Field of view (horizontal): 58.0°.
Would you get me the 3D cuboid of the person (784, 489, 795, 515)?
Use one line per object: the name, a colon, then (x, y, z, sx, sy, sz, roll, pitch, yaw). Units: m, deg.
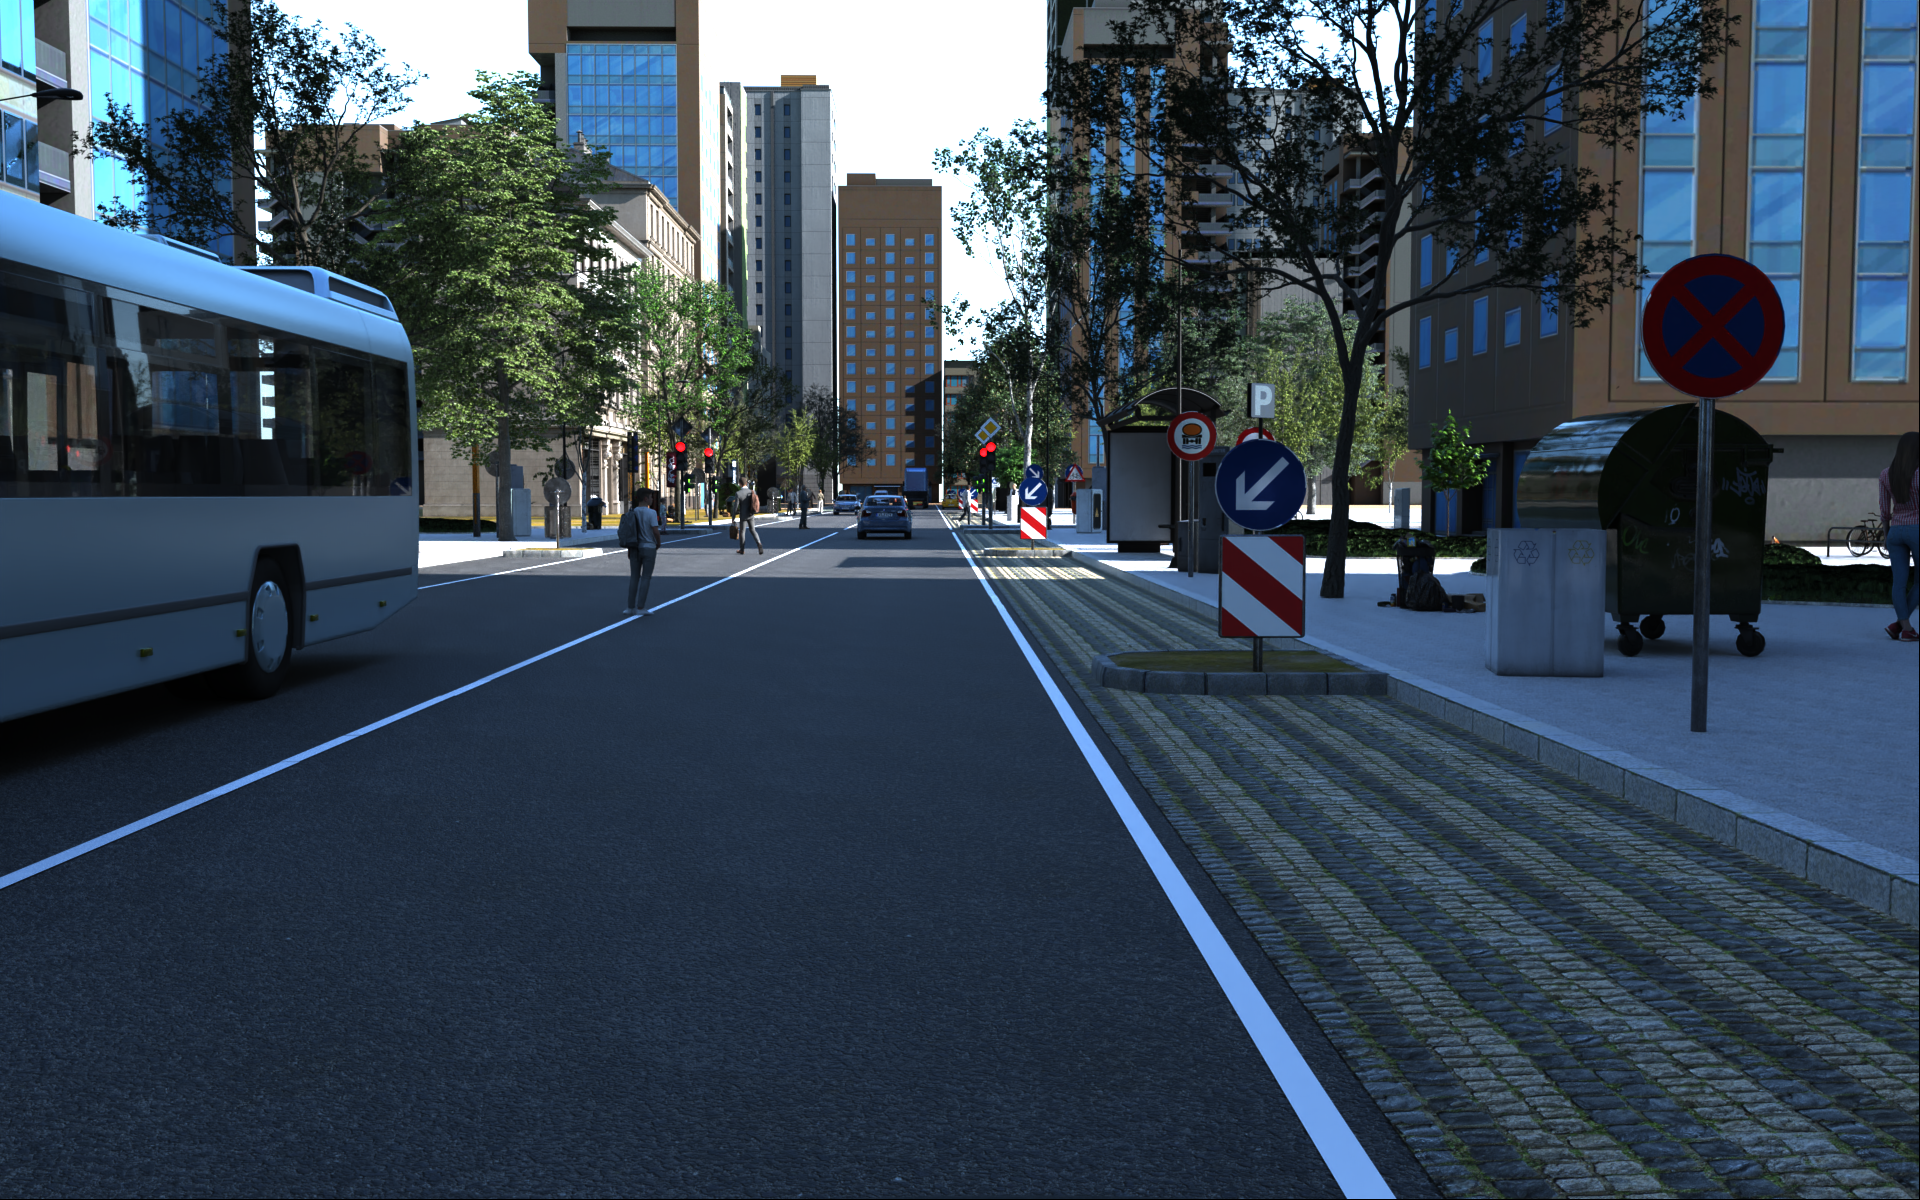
person: (-11.426, -6.584, 116.428, 0.850, 1.792, 0.678, 0, 4, -3)

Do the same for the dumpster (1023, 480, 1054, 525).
dumpster: (3.243, -4.046, 71.904, 1.264, 1.857, 1.865, 0, 4, -1)

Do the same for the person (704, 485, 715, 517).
person: (-14.099, -5.576, 97.488, 0.678, 1.792, 0.850, 0, 4, 2)

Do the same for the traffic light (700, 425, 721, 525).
traffic light: (-10.205, -5.008, 70.801, 0.839, 4.253, 0.868, 0, 4, -1)

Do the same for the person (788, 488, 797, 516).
person: (-11.144, -6.532, 115.150, 0.661, 1.843, 0.795, 1, 4, 16)

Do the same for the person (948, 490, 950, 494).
person: (-1.157, -11.045, 188.722, 1.348, 1.869, 0.705, -2, 4, -24)

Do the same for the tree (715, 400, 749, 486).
tree: (-18.613, -10.926, 128.995, 4.737, 8.622, 4.395, 0, 3, 0)

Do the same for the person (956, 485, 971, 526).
person: (0.237, -4.202, 77.050, 0.795, 1.843, 0.661, -1, 4, -23)

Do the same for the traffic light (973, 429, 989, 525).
traffic light: (0.954, -5.021, 71.016, 0.839, 4.253, 0.868, 0, 4, -1)

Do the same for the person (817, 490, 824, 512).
person: (-10.427, -7.348, 129.182, 0.519, 1.759, 0.362, -1, 4, -17)

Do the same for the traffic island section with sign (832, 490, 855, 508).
traffic island section with sign: (-11.749, -10.051, 172.954, 1.989, 1.847, 2.006, 0, 4, -1)

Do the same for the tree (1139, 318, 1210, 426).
tree: (17.250, -13.459, 126.713, 9.857, 13.997, 8.962, 0, 3, 0)

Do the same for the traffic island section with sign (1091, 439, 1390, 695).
traffic island section with sign: (2.038, -0.279, 13.193, 1.989, 1.847, 2.006, 0, 4, -1)

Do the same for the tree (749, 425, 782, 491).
tree: (-17.220, -11.344, 135.833, 4.737, 8.622, 4.395, 0, 3, 0)

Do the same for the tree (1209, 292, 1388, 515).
tree: (21.982, -12.333, 108.291, 9.857, 13.997, 8.962, 0, 3, 0)

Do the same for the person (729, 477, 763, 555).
person: (-5.064, -1.993, 41.052, 0.622, 1.834, 0.822, -3, 5, -40)

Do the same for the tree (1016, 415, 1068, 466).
tree: (5.531, -10.443, 121.105, 4.360, 8.622, 3.978, 0, 3, 0)

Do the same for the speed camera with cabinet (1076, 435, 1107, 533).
speed camera with cabinet: (4.486, -3.851, 57.305, 0.660, 3.252, 2.038, 2, 4, 26)

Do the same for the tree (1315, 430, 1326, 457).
tree: (17.271, -8.926, 96.299, 4.360, 8.622, 3.978, 0, 3, 0)

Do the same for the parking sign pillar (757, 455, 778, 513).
parking sign pillar: (-13.168, -7.933, 118.183, 1.447, 3.967, 1.447, 0, 4, 0)

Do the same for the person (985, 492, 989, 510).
person: (2.287, -8.406, 143.908, 0.576, 1.772, 0.534, 1, 4, 15)

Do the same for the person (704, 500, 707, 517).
person: (-14.399, -5.357, 98.320, 0.332, 1.250, 0.352, 0, 4, -1)

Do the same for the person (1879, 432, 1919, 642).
person: (8.296, -0.552, 15.081, 0.388, 1.821, 0.555, -3, 5, -42)

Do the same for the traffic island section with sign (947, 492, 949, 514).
traffic island section with sign: (0.080, -6.975, 122.676, 1.989, 1.847, 2.006, 0, 4, -1)

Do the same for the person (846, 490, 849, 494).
person: (-10.699, -9.605, 165.548, 0.705, 1.822, 1.348, 2, 4, 33)

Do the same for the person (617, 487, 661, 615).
person: (-3.792, -0.573, 20.468, 0.503, 1.515, 0.523, -1, 4, -12)

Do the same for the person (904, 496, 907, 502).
person: (-4.446, -7.767, 139.732, 0.306, 1.304, 0.590, 0, 4, -3)

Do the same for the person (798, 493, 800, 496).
person: (-15.167, -9.795, 166.207, 1.348, 1.822, 0.705, -3, 5, -41)

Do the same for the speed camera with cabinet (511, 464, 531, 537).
speed camera with cabinet: (-13.628, -3.601, 53.217, 0.660, 3.252, 2.038, -1, 4, -23)

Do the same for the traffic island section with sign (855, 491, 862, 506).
traffic island section with sign: (-12.224, -11.717, 200.198, 1.989, 1.847, 2.006, 0, 4, -1)

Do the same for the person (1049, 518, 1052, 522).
person: (3.691, -4.197, 74.891, 0.641, 1.798, 0.478, 3, 5, 44)

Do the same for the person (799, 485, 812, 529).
person: (-6.315, -3.807, 70.919, 0.590, 1.801, 0.661, -1, 4, -15)

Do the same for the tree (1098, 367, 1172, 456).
tree: (11.158, -9.242, 101.462, 4.737, 8.622, 4.395, 0, 3, 0)

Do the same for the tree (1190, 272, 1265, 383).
tree: (18.547, -17.323, 139.114, 12.611, 20.169, 13.585, 0, 3, 0)

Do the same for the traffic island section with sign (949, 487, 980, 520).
traffic island section with sign: (0.554, -5.327, 95.725, 1.989, 1.847, 2.006, 0, 4, -1)

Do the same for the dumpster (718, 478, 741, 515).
dumpster: (-14.183, -6.361, 106.495, 1.502, 2.255, 1.985, 0, 4, -1)

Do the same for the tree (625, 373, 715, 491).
tree: (-17.310, -9.112, 99.340, 4.737, 8.622, 4.395, 0, 3, 0)

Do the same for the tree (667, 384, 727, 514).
tree: (-17.302, -9.757, 109.888, 4.360, 8.622, 3.978, 0, 3, 0)

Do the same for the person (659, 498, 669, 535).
person: (-10.393, -2.939, 60.831, 0.394, 1.301, 0.425, -2, 4, -25)

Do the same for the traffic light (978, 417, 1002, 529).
traffic light: (1.097, -4.533, 63.032, 0.839, 4.253, 0.868, 0, 4, -1)

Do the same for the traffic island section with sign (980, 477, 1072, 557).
traffic island section with sign: (1.549, -1.936, 40.289, 1.989, 1.847, 2.006, 0, 4, -1)

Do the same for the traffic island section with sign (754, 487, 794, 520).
traffic island section with sign: (-10.371, -5.366, 96.366, 1.989, 1.847, 2.006, 0, 4, -1)

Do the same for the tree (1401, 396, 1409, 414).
tree: (23.788, -8.148, 83.575, 4.360, 8.622, 3.978, 0, 3, 0)

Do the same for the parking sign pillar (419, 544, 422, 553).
parking sign pillar: (-12.473, -3.003, 37.579, 1.447, 3.967, 1.447, 0, 4, -4)

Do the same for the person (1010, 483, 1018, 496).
person: (2.846, -5.209, 91.092, 0.514, 1.842, 0.818, 0, 4, -6)

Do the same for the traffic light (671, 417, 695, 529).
traffic light: (-10.063, -4.520, 62.817, 0.839, 4.253, 0.868, 0, 4, -1)

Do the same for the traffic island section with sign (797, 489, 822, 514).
traffic island section with sign: (-10.852, -7.022, 123.444, 1.989, 1.847, 2.006, 0, 4, -1)

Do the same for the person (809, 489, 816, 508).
person: (-13.846, -9.402, 160.319, 0.990, 1.755, 0.434, 0, 4, 1)

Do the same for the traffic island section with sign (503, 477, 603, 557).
traffic island section with sign: (-9.380, -1.928, 40.144, 1.989, 1.847, 2.006, 0, 4, -1)

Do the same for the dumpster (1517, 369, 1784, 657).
dumpster: (5.686, -0.728, 14.392, 1.502, 2.255, 1.985, 0, 4, -1)
